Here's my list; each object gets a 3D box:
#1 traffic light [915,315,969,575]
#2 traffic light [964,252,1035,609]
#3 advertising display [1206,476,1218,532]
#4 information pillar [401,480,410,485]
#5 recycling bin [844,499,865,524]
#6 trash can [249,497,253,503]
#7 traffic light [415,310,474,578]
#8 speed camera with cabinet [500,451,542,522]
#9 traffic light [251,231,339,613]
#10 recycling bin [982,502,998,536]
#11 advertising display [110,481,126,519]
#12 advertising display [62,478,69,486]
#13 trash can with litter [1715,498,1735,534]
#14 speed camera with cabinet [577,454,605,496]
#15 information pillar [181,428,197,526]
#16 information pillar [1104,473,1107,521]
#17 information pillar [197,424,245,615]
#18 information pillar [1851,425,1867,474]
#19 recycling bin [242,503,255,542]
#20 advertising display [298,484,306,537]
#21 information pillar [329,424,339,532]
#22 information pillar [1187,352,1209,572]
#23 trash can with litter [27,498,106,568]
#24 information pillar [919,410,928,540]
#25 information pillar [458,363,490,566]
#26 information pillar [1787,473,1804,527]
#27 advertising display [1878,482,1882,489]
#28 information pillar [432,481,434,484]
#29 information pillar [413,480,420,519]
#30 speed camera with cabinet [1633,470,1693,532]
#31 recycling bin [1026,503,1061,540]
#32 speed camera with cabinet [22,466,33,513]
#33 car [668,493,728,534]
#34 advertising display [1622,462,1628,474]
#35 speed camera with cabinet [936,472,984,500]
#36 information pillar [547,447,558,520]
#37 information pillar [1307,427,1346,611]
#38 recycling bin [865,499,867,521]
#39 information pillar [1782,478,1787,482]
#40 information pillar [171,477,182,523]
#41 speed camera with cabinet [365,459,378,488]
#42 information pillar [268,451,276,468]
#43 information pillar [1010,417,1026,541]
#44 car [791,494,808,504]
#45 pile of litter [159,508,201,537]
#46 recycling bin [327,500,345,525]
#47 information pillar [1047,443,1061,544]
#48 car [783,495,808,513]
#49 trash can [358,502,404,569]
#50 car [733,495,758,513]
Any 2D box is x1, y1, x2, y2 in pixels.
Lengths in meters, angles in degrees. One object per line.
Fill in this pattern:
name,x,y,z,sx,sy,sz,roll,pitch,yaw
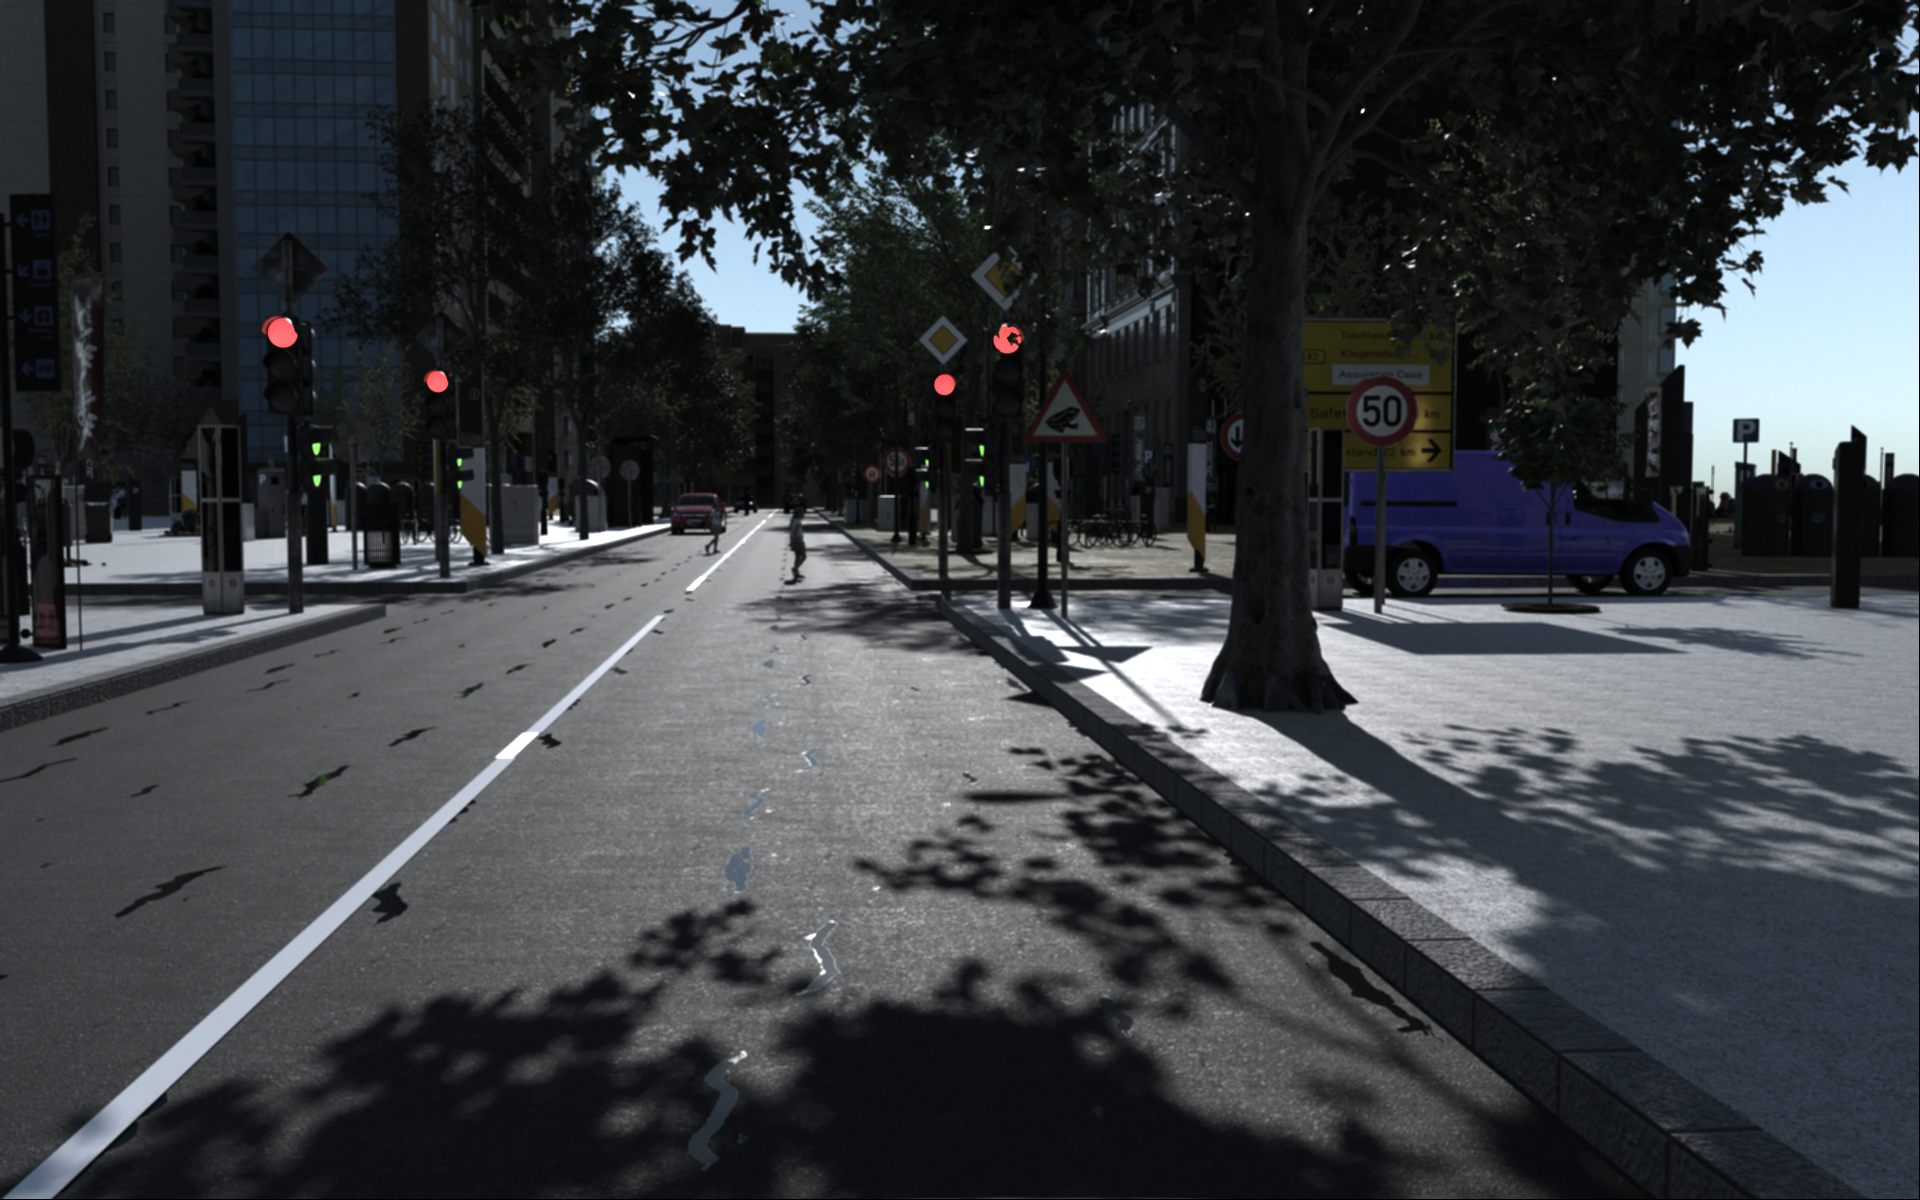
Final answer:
traffic light,-0.284,-2.346,27.271,0.839,4.253,0.868,0,4,-5
traffic light,0.477,-1.859,19.322,0.839,4.253,0.868,0,4,-5
advertising display,8.329,-3.280,58.847,0.974,1.923,0.123,3,5,44
information pillar,-28.897,-5.247,90.282,0.304,2.012,0.304,2,4,25
recycling bin,-4.615,-3.813,74.894,0.722,1.027,0.722,-1,4,-12
trash can,-33.115,-4.189,80.145,0.748,1.137,0.748,0,3,0
traffic light,-7.909,-2.300,26.528,0.839,4.253,0.868,0,4,-5
speed camera with cabinet,-20.159,-5.188,79.162,2.038,3.252,0.660,-2,4,-26
traffic light,-7.148,-1.814,18.579,0.839,4.253,0.868,0,4,-5
recycling bin,0.776,-2.519,53.739,0.722,1.027,0.722,-2,4,-26
advertising display,-43.128,-5.099,88.576,0.123,1.923,0.974,2,4,31
advertising display,-35.311,-3.860,68.328,0.123,1.923,0.974,-1,4,-15
trash can with litter,25.333,-2.796,56.774,1.678,1.210,2.233,3,4,36
speed camera with cabinet,-17.960,-5.561,85.266,0.660,3.252,2.038,2,4,28
information pillar,-27.295,-4.281,61.349,0.504,3.616,0.183,0,4,-2
information pillar,6.764,-5.595,82.826,0.504,3.616,0.183,0,4,-2
information pillar,-7.857,-0.852,18.427,0.304,2.012,0.304,2,4,26
information pillar,30.284,-4.104,58.453,0.504,3.616,0.183,3,5,41
recycling bin,-19.576,-2.099,46.866,0.722,1.027,0.722,0,4,-2
advertising display,-19.778,-2.879,52.293,0.123,1.923,0.974,0,4,-1
information pillar,-21.010,-4.077,58.020,0.183,3.616,0.504,-2,4,-32
information pillar,3.893,-2.266,28.403,0.183,3.616,0.504,3,4,37
trash can with litter,-16.064,-1.198,30.644,1.678,1.210,2.233,-1,4,-14
information pillar,-1.000,-3.497,48.526,0.183,3.616,0.504,1,4,13
information pillar,-8.723,-2.427,31.043,0.504,3.616,0.183,1,4,16
information pillar,29.845,-3.505,61.805,0.304,2.012,0.304,-1,4,-16
advertising display,46.762,-5.122,88.953,0.974,1.923,0.123,2,4,29
information pillar,-29.006,-5.591,95.899,0.304,2.012,0.304,3,5,39
information pillar,-28.013,-5.189,89.331,0.304,2.012,0.304,-1,4,-10
speed camera with cabinet,24.109,-3.972,59.281,2.038,3.252,0.660,-1,4,-11
recycling bin,2.334,-2.188,48.327,0.722,1.027,0.722,-3,5,-41
speed camera with cabinet,-31.601,-3.854,57.341,2.038,3.252,0.660,2,4,26
car,-9.537,-3.318,63.289,2.155,1.783,4.494,0,4,-4
advertising display,13.090,-1.839,35.284,0.974,1.923,0.123,3,5,44
speed camera with cabinet,0.019,-4.786,72.582,2.038,3.252,0.660,-2,4,-27
information pillar,-20.172,-5.768,85.654,0.504,3.616,0.183,-1,4,-15
information pillar,4.031,-0.893,19.099,0.304,2.012,0.304,-1,4,-14
recycling bin,-4.822,-4.229,81.697,0.722,1.027,0.722,1,4,21
information pillar,38.303,-4.647,80.475,0.304,2.012,0.304,2,4,28
information pillar,-34.684,-4.416,76.697,0.304,2.012,0.304,3,5,39
speed camera with cabinet,-29.533,-5.685,87.279,0.660,3.252,2.038,-2,4,-24
information pillar,-37.605,-6.322,94.724,0.504,3.616,0.183,1,4,22
information pillar,1.577,-3.447,47.709,0.504,3.616,0.183,-2,4,-31
car,-15.384,-9.261,163.219,2.131,1.459,4.920,0,4,-5
pile of litter,-23.347,-2.361,52.568,1.719,0.858,1.176,0,4,-6
recycling bin,-25.783,-3.615,71.658,0.722,1.027,0.722,-2,4,-24
information pillar,2.380,-3.272,44.856,0.504,3.616,0.183,-1,4,-13
car,-12.660,-7.369,133.068,1.945,1.354,3.894,0,4,-4
trash can,-10.017,-1.122,30.005,0.748,1.137,0.748,0,3,0
car,-16.387,-7.334,132.486,1.945,1.354,3.894,0,4,-6
